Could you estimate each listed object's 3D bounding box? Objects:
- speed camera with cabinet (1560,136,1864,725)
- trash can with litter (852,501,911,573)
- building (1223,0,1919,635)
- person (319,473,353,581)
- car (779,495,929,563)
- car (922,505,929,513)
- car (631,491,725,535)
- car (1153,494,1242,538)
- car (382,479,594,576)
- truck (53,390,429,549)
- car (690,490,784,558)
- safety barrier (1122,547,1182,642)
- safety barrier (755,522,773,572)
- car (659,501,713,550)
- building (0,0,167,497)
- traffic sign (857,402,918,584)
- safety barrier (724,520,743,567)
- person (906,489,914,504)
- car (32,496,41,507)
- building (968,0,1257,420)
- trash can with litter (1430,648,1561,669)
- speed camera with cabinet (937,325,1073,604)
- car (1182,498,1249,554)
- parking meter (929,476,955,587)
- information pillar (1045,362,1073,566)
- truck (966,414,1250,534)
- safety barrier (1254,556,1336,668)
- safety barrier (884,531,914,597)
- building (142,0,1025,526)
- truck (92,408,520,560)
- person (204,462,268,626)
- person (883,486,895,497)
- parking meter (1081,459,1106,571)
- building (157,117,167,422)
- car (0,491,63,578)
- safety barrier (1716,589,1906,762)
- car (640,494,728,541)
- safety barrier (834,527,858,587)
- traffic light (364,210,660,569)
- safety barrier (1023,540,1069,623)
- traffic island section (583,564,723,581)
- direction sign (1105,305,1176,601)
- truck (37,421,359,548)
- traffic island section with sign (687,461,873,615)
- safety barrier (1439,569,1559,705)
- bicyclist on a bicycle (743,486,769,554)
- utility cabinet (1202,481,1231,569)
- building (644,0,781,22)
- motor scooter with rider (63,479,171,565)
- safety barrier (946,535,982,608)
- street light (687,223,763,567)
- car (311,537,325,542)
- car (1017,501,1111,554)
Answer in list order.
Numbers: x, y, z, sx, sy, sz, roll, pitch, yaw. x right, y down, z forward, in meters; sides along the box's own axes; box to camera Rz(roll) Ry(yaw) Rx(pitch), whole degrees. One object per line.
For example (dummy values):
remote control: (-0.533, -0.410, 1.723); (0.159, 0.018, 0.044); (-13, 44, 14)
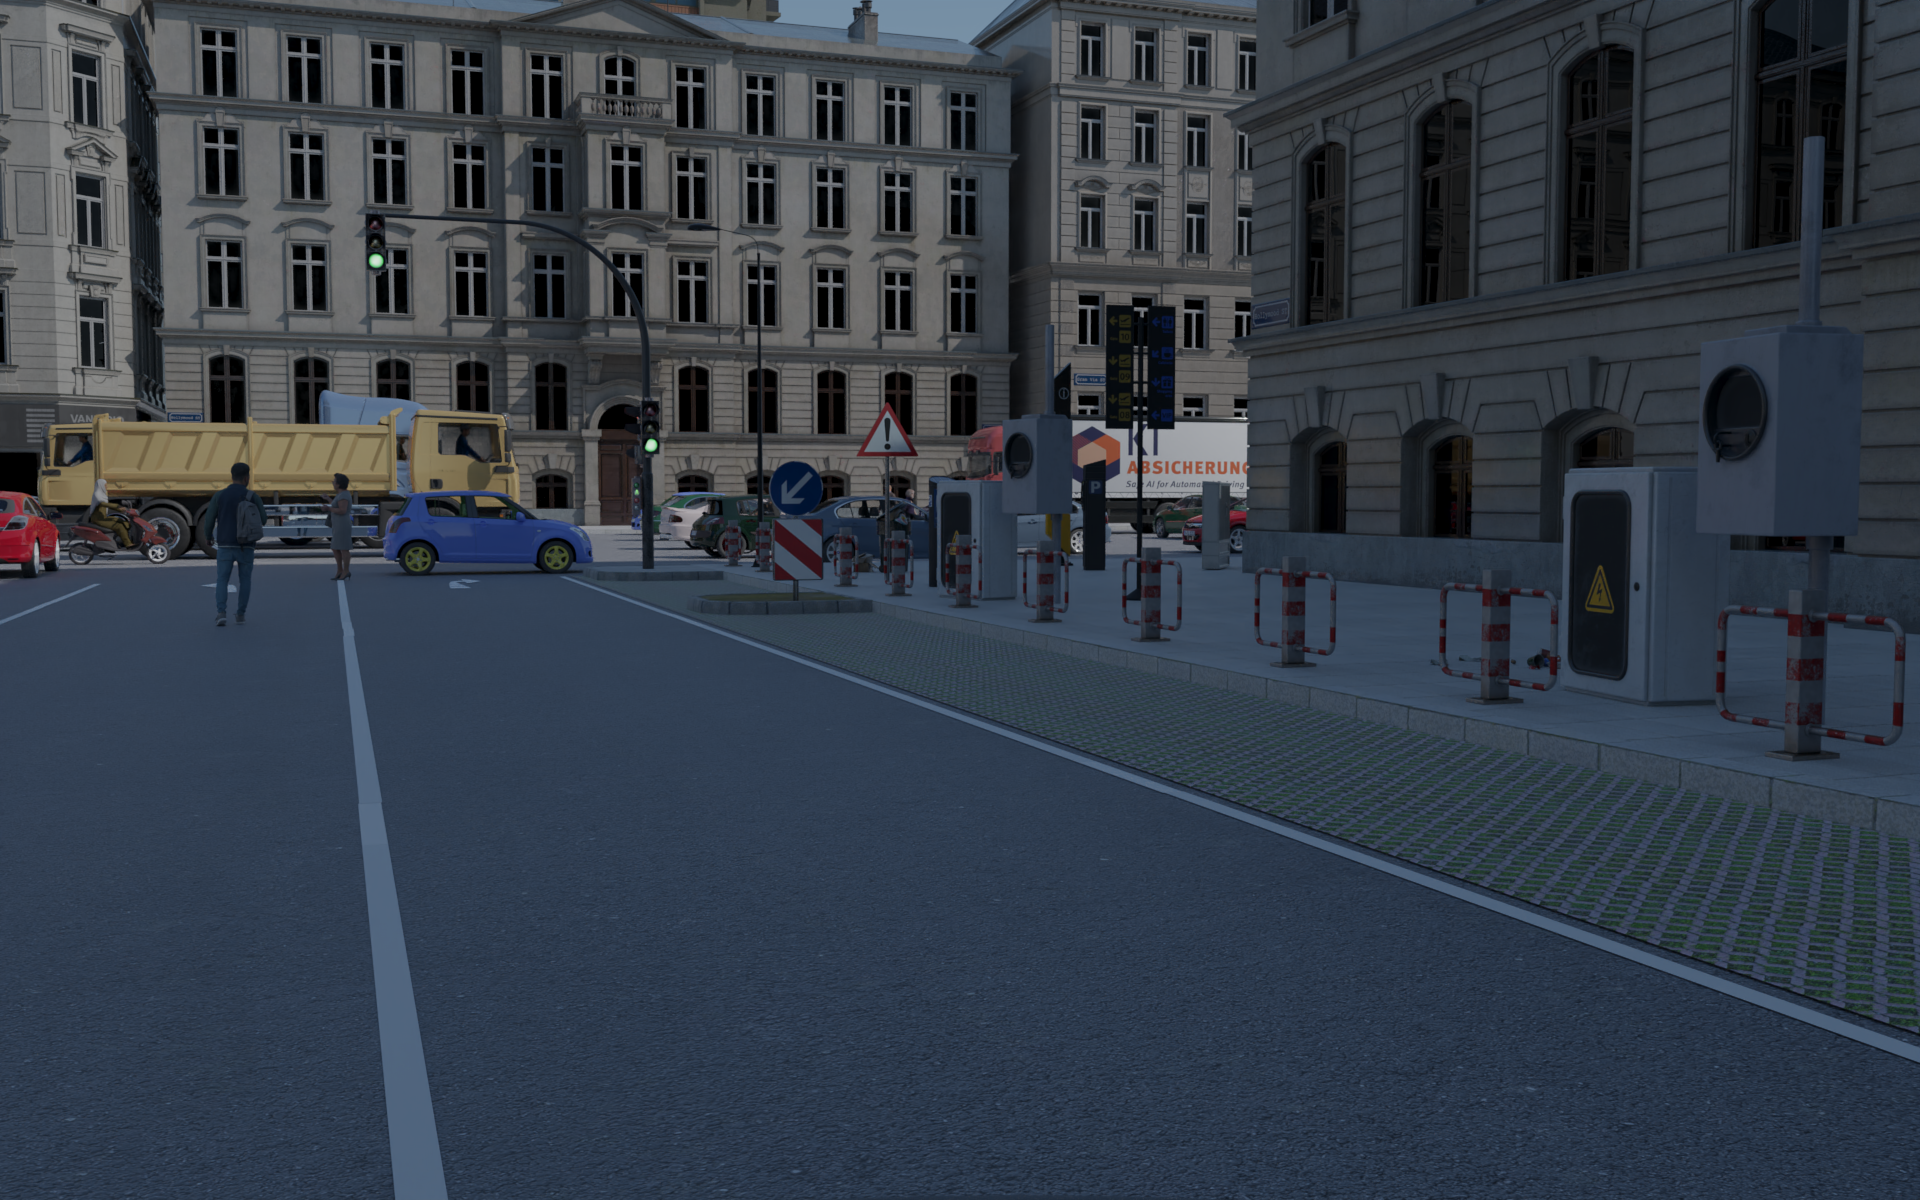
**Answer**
speed camera with cabinet: (4.407, -0.978, 10.334); (0.660, 3.252, 2.038); (-1, 4, -13)
trash can with litter: (-1.324, -1.037, 28.342); (1.055, 1.170, 0.624); (1, 4, 11)
building: (15.237, -11.885, 13.402); (14.460, 24.649, 34.723); (-1, 4, -20)
person: (-10.358, -1.215, 28.720); (0.532, 1.782, 0.716); (-1, 4, -23)
car: (-1.430, -1.382, 34.598); (4.499, 1.417, 2.014); (-1, 4, -19)
car: (0.596, -2.781, 58.055); (3.894, 1.354, 1.945); (-1, 4, -20)
car: (-9.840, -3.186, 61.683); (3.694, 1.707, 1.945); (-1, 4, -21)
car: (7.861, -2.673, 55.498); (2.131, 1.459, 4.920); (-1, 4, -20)
car: (-8.549, -1.337, 31.451); (3.694, 1.707, 1.945); (-1, 4, -20)
truck: (-22.235, -3.312, 43.913); (18.799, 4.110, 2.967); (-1, 4, -19)
car: (-4.041, -1.815, 39.468); (4.222, 1.686, 2.009); (-1, 4, -21)
safety barrier: (1.664, -0.050, 15.093); (0.300, 0.817, 1.120); (-1, 4, -20)
safety barrier: (-3.213, -0.869, 28.481); (0.300, 0.817, 1.120); (-1, 4, -20)
car: (-5.488, -2.034, 45.620); (4.827, 1.381, 2.083); (-1, 4, -20)
building: (-52.857, -17.461, 61.910); (44.131, 29.872, 17.030); (-1, 4, -20)
traffic sign: (-1.036, -1.509, 24.678); (0.884, 2.594, 0.081); (-1, 4, -11)
safety barrier: (-4.023, -1.005, 30.708); (0.300, 0.817, 1.120); (-1, 4, -20)
person: (-1.307, -2.033, 43.942); (0.569, 1.553, 0.471); (-3, 4, -36)
car: (-29.377, -2.609, 54.655); (4.499, 1.417, 2.014); (-1, 4, -18)
building: (13.314, -17.486, 83.153); (25.104, 27.353, 12.463); (-1, 4, -20)
trash can with litter: (4.670, -0.120, 13.019); (2.233, 1.210, 1.678); (1, 4, 9)
speed camera with cabinet: (0.503, -1.618, 20.786); (0.660, 3.252, 2.038); (-2, 4, -35)
car: (7.635, -2.073, 42.940); (4.494, 1.783, 2.155); (-1, 4, -21)
parking meter: (-0.246, -0.951, 23.952); (0.372, 1.533, 0.369); (0, 3, 0)
information pillar: (1.760, -2.414, 30.819); (0.504, 3.616, 0.183); (-2, 4, -26)
truck: (5.167, -4.504, 62.558); (11.283, 4.237, 2.839); (-1, 4, -19)
safety barrier: (2.479, 0.086, 12.868); (0.300, 0.817, 1.120); (-1, 4, -20)
safety barrier: (-0.774, -0.459, 21.785); (0.300, 0.817, 1.120); (-1, 4, -20)
building: (-15.424, -15.620, 74.474); (34.723, 24.649, 14.460); (-1, 4, -20)
truck: (-14.268, -2.677, 39.691); (9.791, 3.379, 3.469); (-1, 4, -20)
person: (-7.947, -0.623, 19.029); (0.623, 1.781, 0.721); (-2, 4, -31)
person: (-2.615, -3.304, 63.079); (0.990, 1.755, 0.434); (3, 5, 42)
parking meter: (2.241, -1.432, 29.127); (0.399, 1.863, 0.255); (0, 4, -5)
building: (-99.997, -38.580, 220.022); (27.495, 52.752, 28.713); (-1, 4, -20)
car: (-17.141, -1.322, 30.663); (2.155, 1.783, 4.494); (-1, 4, -21)
safety barrier: (4.101, 0.359, 8.408); (0.300, 0.817, 1.120); (-1, 4, -20)
car: (-7.517, -2.592, 54.172); (4.920, 1.459, 2.131); (-1, 4, -20)
safety barrier: (-1.584, -0.595, 24.012); (0.300, 0.817, 1.120); (-1, 4, -20)
traffic light: (-7.317, -3.308, 28.760); (4.771, 5.953, 1.251); (-1, 4, -20)
safety barrier: (0.852, -0.187, 17.329); (0.300, 0.817, 1.120); (-1, 4, -20)
traffic island section: (-5.340, -0.456, 29.738); (2.009, 0.180, 2.903); (-1, 4, -20)
direction sign: (2.172, -1.767, 20.885); (0.876, 3.537, 0.379); (-1, 4, -14)
truck: (-20.980, -3.185, 48.001); (9.791, 3.379, 3.469); (-1, 4, -22)
traffic island section with sign: (-2.311, -0.780, 21.388); (1.989, 1.847, 2.006); (-1, 4, -20)
safety barrier: (3.290, 0.223, 10.634); (0.300, 0.817, 1.120); (-1, 4, -20)
bicyclist on a bicycle: (-4.678, -1.934, 41.650); (1.625, 1.676, 1.499); (-1, 4, -19)
utility cabinet: (4.405, -1.285, 29.687); (0.318, 1.500, 1.173); (1, 4, 18)
building: (-26.933, -29.685, 139.981); (22.147, 44.769, 28.867); (-1, 4, -20)
motor scooter with rider: (-17.131, -1.602, 35.154); (1.986, 1.779, 0.876); (-1, 4, -20)
safety barrier: (0.039, -0.323, 19.555); (0.300, 0.817, 1.120); (-1, 4, -20)
street light: (-4.012, -3.519, 30.076); (1.470, 5.913, 1.316); (-1, 4, -20)
car: (-18.347, -2.628, 52.760); (4.222, 1.686, 2.009); (-1, 4, -18)
car: (1.377, -1.799, 41.418); (4.499, 1.417, 2.014); (-1, 4, -20)
